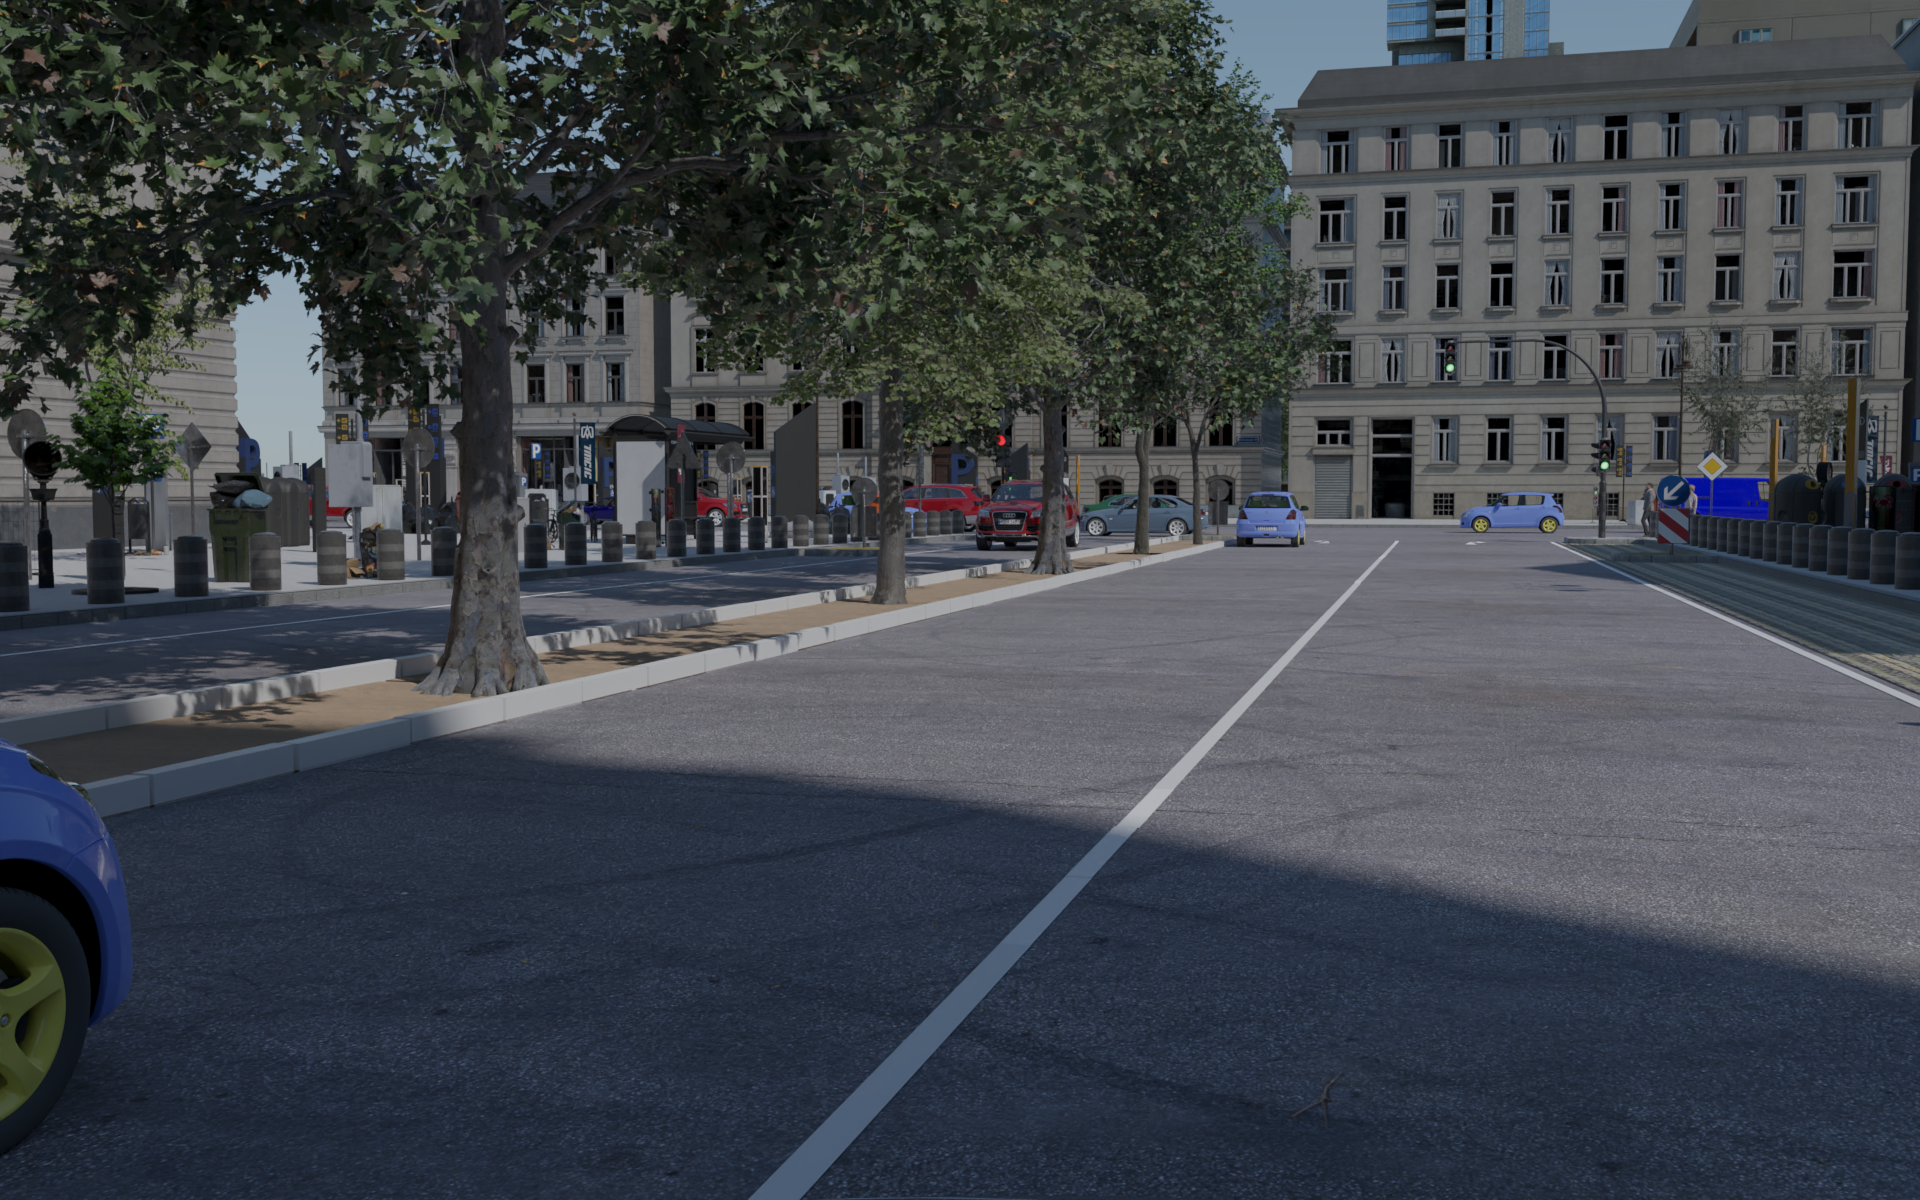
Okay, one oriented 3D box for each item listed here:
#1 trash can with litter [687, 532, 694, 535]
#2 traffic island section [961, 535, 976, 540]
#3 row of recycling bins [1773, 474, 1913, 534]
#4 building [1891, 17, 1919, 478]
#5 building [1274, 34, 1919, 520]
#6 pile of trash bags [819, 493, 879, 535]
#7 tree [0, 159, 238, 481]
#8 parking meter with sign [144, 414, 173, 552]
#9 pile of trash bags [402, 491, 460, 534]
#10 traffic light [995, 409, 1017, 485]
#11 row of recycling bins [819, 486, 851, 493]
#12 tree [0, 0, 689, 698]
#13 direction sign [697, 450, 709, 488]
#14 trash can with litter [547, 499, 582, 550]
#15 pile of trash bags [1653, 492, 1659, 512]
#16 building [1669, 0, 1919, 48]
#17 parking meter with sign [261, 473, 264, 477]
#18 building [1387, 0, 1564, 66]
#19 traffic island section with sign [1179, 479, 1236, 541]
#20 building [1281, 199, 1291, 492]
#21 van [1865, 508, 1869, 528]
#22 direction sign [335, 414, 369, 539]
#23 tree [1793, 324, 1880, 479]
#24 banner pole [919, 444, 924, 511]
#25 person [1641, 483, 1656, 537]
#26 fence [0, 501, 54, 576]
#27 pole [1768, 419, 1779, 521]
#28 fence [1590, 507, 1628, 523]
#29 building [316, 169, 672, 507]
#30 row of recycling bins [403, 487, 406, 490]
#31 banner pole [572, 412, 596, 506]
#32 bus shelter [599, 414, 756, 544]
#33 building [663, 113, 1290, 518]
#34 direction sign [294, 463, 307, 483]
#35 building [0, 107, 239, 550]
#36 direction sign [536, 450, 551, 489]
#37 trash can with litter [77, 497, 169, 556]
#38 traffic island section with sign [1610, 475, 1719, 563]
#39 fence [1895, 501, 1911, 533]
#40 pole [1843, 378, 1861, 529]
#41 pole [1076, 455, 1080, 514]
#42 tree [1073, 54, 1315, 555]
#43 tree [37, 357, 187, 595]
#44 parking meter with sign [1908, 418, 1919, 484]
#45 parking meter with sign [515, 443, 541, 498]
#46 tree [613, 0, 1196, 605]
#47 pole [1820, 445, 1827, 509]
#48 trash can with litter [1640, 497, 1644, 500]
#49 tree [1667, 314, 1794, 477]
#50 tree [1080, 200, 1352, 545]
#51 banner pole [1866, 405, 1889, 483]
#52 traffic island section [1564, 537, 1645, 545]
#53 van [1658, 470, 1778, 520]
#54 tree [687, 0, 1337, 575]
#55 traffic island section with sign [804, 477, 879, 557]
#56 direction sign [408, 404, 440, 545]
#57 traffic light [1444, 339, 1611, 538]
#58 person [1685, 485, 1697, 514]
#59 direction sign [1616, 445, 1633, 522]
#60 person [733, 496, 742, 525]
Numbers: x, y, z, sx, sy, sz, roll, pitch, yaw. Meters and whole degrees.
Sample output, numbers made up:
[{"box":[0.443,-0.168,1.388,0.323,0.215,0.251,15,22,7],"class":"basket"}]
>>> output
[{"box":[-8.304,-2.601,53.916,1.055,1.170,0.624,-2,4,-24],"class":"trash can with litter"},{"box":[1.349,-2.022,55.341,2.009,0.180,2.903,1,4,15],"class":"traffic island section"},{"box":[18.339,-1.706,35.005,3.534,1.692,1.069,1,4,11],"class":"row of recycling bins"},{"box":[58.540,-17.785,84.284,24.014,27.812,14.314,1,4,15],"class":"building"},{"box":[32.510,-15.807,91.731,30.059,22.955,16.112,1,4,15],"class":"building"},{"box":[-3.485,-2.781,55.219,1.912,1.369,3.447,-2,4,-33],"class":"pile of trash bags"},{"box":[-15.575,-4.981,31.802,4.737,8.622,4.395,0,3,0],"class":"tree"},{"box":[-17.798,-2.577,38.392,0.543,3.016,1.738,-1,4,-18],"class":"parking meter with sign"},{"box":[-16.708,-2.806,55.635,3.447,1.369,1.912,3,5,40],"class":"pile of trash bags"},{"box":[1.385,-4.054,55.196,0.839,4.253,0.868,1,4,15],"class":"traffic light"},{"box":[-6.825,-4.805,85.667,1.069,1.692,3.534,3,5,42],"class":"row of recycling bins"},{"box":[-3.411,-5.683,12.384,9.611,12.733,9.660,0,3,0],"class":"tree"},{"box":[-13.417,-6.003,90.141,0.876,3.537,0.379,2,4,34],"class":"direction sign"},{"box":[-9.204,-1.728,39.642,1.055,1.170,0.624,-1,4,-17],"class":"trash can with litter"},{"box":[31.857,-4.015,75.401,3.447,1.369,1.912,2,4,27],"class":"pile of trash bags"},{"box":[76.970,-32.692,158.213,21.300,48.544,21.600,1,4,15],"class":"building"},{"box":[-25.391,-4.040,62.316,1.738,3.016,0.543,-1,4,-19],"class":"parking meter with sign"},{"box":[73.207,-57.270,249.042,31.000,86.520,22.319,1,4,15],"class":"building"},{"box":[7.929,-2.791,53.762,2.006,1.907,1.989,1,4,15],"class":"traffic island section with sign"},{"box":[43.936,-36.863,257.337,28.867,44.769,22.147,1,4,15],"class":"building"},{"box":[29.060,-2.755,52.054,4.112,2.044,2.013,1,4,16],"class":"van"},{"box":[-17.160,-3.485,48.976,0.876,3.537,0.379,-2,4,-24],"class":"direction sign"},{"box":[37.849,-7.702,76.282,4.360,8.622,3.978,0,3,0],"class":"tree"},{"box":[-1.177,-3.830,52.645,0.401,3.779,0.863,-1,4,-12],"class":"banner pole"},{"box":[22.502,-2.935,56.676,0.592,1.802,0.473,-3,5,-45],"class":"person"},{"box":[-15.625,-0.993,27.446,2.264,1.192,0.480,0,3,0],"class":"fence"},{"box":[22.155,-3.262,47.180,0.158,3.312,0.155,0,3,0],"class":"pole"},{"box":[29.324,-3.835,78.072,2.069,0.683,0.278,-1,4,-20],"class":"fence"},{"box":[-36.257,-15.774,108.807,40.483,20.767,10.553,1,4,15],"class":"building"},{"box":[-29.797,-5.392,95.274,1.069,1.692,3.534,2,4,25],"class":"row of recycling bins"},{"box":[-11.540,-3.852,52.990,0.863,3.779,0.401,-1,4,-21],"class":"banner pole"},{"box":[-7.466,-3.214,46.477,2.014,3.302,5.546,1,4,16],"class":"bus shelter"},{"box":[0.938,-17.177,99.936,34.723,24.649,14.460,1,4,15],"class":"building"},{"box":[-47.626,-8.144,125.150,0.876,3.537,0.379,-1,4,-18],"class":"direction sign"},{"box":[-29.276,-13.114,43.298,19.941,23.489,11.050,1,4,15],"class":"building"},{"box":[-21.426,-5.937,89.061,0.876,3.537,0.379,1,4,23],"class":"direction sign"},{"box":[-17.512,-1.554,36.458,2.233,1.210,1.678,1,4,18],"class":"trash can with litter"},{"box":[14.936,-1.723,36.798,1.989,1.847,2.006,1,4,15],"class":"traffic island section with sign"},{"box":[16.670,-1.135,29.764,0.480,1.192,2.264,-2,4,-23],"class":"fence"},{"box":[15.761,-2.249,30.617,0.158,3.312,0.155,0,3,0],"class":"pole"},{"box":[6.130,-5.892,90.185,0.158,3.312,0.155,0,3,0],"class":"pole"},{"box":[4.351,-6.858,40.346,9.928,11.665,9.643,0,3,0],"class":"tree"},{"box":[-11.017,-1.691,22.245,1.663,3.219,1.824,0,3,0],"class":"tree"},{"box":[21.553,-2.609,38.916,0.543,3.016,1.738,2,4,35],"class":"parking meter with sign"},{"box":[-15.242,-3.867,59.481,1.738,3.016,0.543,2,4,24],"class":"parking meter with sign"},{"box":[-0.891,-6.234,22.516,7.486,12.596,7.792,0,3,0],"class":"tree"},{"box":[35.746,-4.765,71.754,0.158,3.312,0.155,0,3,0],"class":"pole"},{"box":[31.779,-4.203,80.107,0.624,1.170,1.055,2,4,23],"class":"trash can with litter"},{"box":[31.522,-7.422,71.711,4.360,8.622,3.978,0,3,0],"class":"tree"},{"box":[6.825,-6.850,48.875,8.767,10.594,7.601,1,4,15],"class":"tree"},{"box":[25.670,-3.583,48.604,0.863,3.779,0.401,2,4,25],"class":"banner pole"},{"box":[18.731,-1.727,50.518,2.009,0.180,2.903,1,4,15],"class":"traffic island section"},{"box":[28.248,-3.591,63.097,5.245,2.365,2.240,1,4,14],"class":"van"},{"box":[1.681,-6.807,30.758,9.611,12.733,9.660,0,3,0],"class":"tree"},{"box":[-2.385,-1.959,40.652,1.989,1.847,2.006,1,4,15],"class":"traffic island section with sign"},{"box":[-13.466,-3.154,43.565,0.876,3.537,0.379,1,4,15],"class":"direction sign"},{"box":[16.656,-4.659,50.835,4.771,5.953,1.251,1,4,15],"class":"traffic light"},{"box":[24.346,-2.965,57.657,0.598,1.740,0.731,-2,4,-25],"class":"person"},{"box":[30.904,-5.422,80.645,0.876,3.537,0.379,-1,4,-18],"class":"direction sign"},{"box":[-10.302,-4.118,79.733,0.340,1.345,0.435,3,4,37],"class":"person"}]
